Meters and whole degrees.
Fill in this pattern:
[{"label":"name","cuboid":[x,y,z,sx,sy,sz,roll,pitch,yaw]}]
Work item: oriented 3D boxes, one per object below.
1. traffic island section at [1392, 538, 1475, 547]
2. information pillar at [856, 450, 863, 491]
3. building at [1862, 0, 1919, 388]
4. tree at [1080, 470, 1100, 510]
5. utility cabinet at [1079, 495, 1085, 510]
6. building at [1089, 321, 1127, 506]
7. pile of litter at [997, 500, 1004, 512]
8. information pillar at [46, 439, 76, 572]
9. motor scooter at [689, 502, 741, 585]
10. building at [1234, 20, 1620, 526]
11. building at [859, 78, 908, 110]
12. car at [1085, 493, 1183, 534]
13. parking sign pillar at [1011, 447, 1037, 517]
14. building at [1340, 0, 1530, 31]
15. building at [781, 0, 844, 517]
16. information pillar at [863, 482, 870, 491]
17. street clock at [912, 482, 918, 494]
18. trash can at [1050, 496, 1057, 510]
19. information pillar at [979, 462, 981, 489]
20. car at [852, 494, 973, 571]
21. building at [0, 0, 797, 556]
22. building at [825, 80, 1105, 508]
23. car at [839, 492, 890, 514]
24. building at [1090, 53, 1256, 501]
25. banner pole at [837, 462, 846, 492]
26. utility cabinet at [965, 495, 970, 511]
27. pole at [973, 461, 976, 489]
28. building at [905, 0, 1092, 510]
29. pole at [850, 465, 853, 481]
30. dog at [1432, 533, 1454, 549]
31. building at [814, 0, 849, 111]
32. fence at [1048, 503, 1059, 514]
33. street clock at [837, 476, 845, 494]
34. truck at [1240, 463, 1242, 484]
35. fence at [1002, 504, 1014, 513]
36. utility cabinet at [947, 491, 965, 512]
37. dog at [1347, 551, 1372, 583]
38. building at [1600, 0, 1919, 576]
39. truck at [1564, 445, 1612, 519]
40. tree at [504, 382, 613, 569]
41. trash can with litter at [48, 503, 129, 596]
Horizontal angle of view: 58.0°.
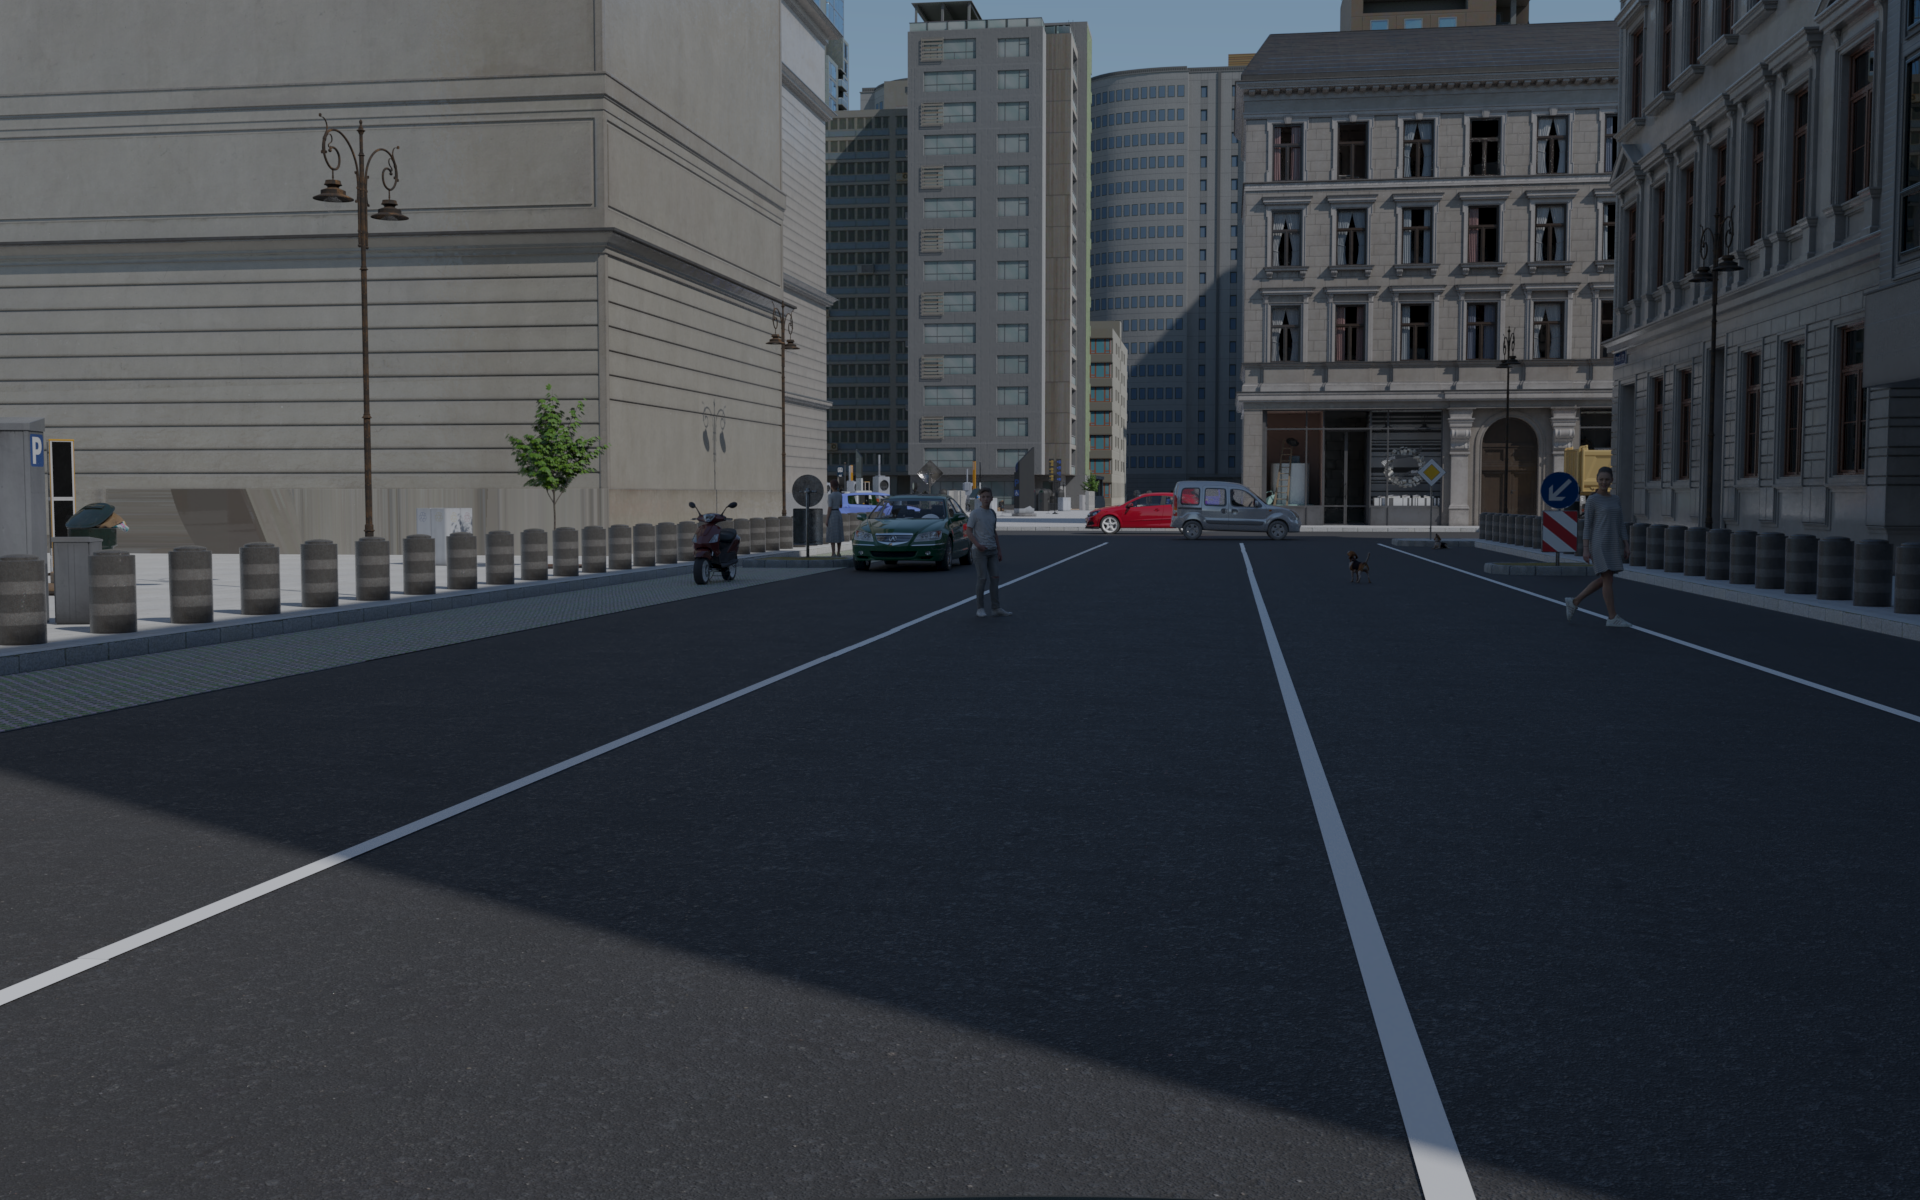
[{"label":"traffic island section","cuboid":[13.221,-1.610,48.598,2.009,0.180,2.903,1,4,9]},{"label":"information pillar","cuboid":[-5.294,-6.091,90.936,0.183,3.616,0.504,-3,5,-40]},{"label":"building","cuboid":[48.529,-15.352,70.079,30.058,24.678,14.314,1,4,9]},{"label":"tree","cuboid":[10.552,-8.945,140.844,1.663,3.219,1.824,0,3,0]},{"label":"utility cabinet","cuboid":[9.775,-7.745,137.786,0.306,1.237,1.020,1,4,21]},{"label":"building","cuboid":[3.691,-21.497,196.515,28.899,21.520,27.650,1,4,9]},{"label":"pile of litter","cuboid":[2.827,-6.961,127.778,1.176,0.858,1.719,0,3,0]},{"label":"information pillar","cuboid":[-12.073,-1.150,23.294,0.304,2.012,0.304,-2,4,-34]},{"label":"motor scooter","cuboid":[-3.932,-0.928,27.946,0.815,1.314,1.986,1,4,10]},{"label":"building","cuboid":[13.437,-13.647,74.035,40.483,20.767,10.553,1,4,9]},{"label":"building","cuboid":[0.891,-42.723,240.515,28.212,58.520,21.231,1,4,9]},{"label":"car","cuboid":[6.734,-3.254,62.238,4.494,1.783,2.155,1,4,8]},{"label":"parking sign pillar","cuboid":[3.670,-6.762,99.035,1.447,3.967,1.447,3,5,43]},{"label":"building","cuboid":[38.691,-30.163,143.269,14.600,45.320,14.200,1,4,9]},{"label":"building","cuboid":[-18.392,-17.861,79.424,23.554,28.519,14.401,1,4,9]},{"label":"information pillar","cuboid":[-5.570,-6.015,102.838,0.304,2.012,0.304,-2,4,-30]},{"label":"street clock","cuboid":[-2.754,-6.171,105.460,0.358,2.002,0.471,-1,4,-18]},{"label":"trash can","cuboid":[7.359,-7.685,137.296,0.748,1.137,0.748,0,3,0]},{"label":"information pillar","cuboid":[1.465,-8.251,126.250,0.183,3.616,0.504,0,4,0]},{"label":"car","cuboid":[-0.854,-1.353,33.915,2.131,1.459,4.920,1,4,9]},{"label":"building","cuboid":[-20.201,-12.909,44.342,30.059,22.955,16.112,1,4,9]},{"label":"building","cuboid":[-2.527,-29.043,166.738,32.217,40.220,23.993,1,4,9]},{"label":"car","cuboid":[-3.108,-3.501,66.841,3.694,1.707,1.945,1,4,10]},{"label":"building","cuboid":[29.220,-42.485,236.626,28.212,58.520,21.231,1,4,9]},{"label":"banner pole","cuboid":[-9.264,-8.943,136.227,0.863,3.779,0.401,-1,4,-21]},{"label":"utility cabinet","cuboid":[0.226,-7.428,132.602,1.020,1.237,0.306,-1,4,-22]},{"label":"pole","cuboid":[0.889,-6.978,107.935,0.158,3.312,0.155,0,3,0]},{"label":"building","cuboid":[3.540,-28.316,146.557,14.154,41.232,14.086,1,4,9]},{"label":"pole","cuboid":[-7.655,-7.857,122.297,0.158,3.312,0.155,0,3,0]},{"label":"dog","cuboid":[12.606,-1.528,45.179,0.748,0.427,0.550,0,4,-4]},{"label":"building","cuboid":[-28.728,-57.038,245.240,31.000,86.520,22.319,1,4,9]},{"label":"fence","cuboid":[6.094,-6.027,113.923,0.278,0.683,2.069,-1,4,-14]},{"label":"street clock","cuboid":[-4.888,-4.063,70.996,0.358,2.002,0.471,-1,4,-15]},{"label":"truck","cuboid":[27.068,-10.396,158.881,2.839,4.237,11.283,1,4,10]},{"label":"fence","cuboid":[2.858,-5.305,102.117,0.278,0.683,2.069,2,4,24]},{"label":"utility cabinet","cuboid":[-0.244,-6.480,114.620,1.173,1.500,0.318,-2,4,-23]},{"label":"dog","cuboid":[6.460,-0.537,28.064,0.540,0.507,0.406,2,4,35]},{"label":"building","cuboid":[20.900,-12.183,35.349,11.583,22.565,21.152,1,4,9]},{"label":"truck","cuboid":[26.766,-4.016,61.589,9.791,3.379,3.469,0,4,7]},{"label":"tree","cuboid":[-7.168,-2.172,30.112,1.663,3.219,1.824,0,3,0]},{"label":"trash can with litter","cuboid":[-11.237,-0.663,22.221,0.624,1.170,1.055,1,4,9]}]
